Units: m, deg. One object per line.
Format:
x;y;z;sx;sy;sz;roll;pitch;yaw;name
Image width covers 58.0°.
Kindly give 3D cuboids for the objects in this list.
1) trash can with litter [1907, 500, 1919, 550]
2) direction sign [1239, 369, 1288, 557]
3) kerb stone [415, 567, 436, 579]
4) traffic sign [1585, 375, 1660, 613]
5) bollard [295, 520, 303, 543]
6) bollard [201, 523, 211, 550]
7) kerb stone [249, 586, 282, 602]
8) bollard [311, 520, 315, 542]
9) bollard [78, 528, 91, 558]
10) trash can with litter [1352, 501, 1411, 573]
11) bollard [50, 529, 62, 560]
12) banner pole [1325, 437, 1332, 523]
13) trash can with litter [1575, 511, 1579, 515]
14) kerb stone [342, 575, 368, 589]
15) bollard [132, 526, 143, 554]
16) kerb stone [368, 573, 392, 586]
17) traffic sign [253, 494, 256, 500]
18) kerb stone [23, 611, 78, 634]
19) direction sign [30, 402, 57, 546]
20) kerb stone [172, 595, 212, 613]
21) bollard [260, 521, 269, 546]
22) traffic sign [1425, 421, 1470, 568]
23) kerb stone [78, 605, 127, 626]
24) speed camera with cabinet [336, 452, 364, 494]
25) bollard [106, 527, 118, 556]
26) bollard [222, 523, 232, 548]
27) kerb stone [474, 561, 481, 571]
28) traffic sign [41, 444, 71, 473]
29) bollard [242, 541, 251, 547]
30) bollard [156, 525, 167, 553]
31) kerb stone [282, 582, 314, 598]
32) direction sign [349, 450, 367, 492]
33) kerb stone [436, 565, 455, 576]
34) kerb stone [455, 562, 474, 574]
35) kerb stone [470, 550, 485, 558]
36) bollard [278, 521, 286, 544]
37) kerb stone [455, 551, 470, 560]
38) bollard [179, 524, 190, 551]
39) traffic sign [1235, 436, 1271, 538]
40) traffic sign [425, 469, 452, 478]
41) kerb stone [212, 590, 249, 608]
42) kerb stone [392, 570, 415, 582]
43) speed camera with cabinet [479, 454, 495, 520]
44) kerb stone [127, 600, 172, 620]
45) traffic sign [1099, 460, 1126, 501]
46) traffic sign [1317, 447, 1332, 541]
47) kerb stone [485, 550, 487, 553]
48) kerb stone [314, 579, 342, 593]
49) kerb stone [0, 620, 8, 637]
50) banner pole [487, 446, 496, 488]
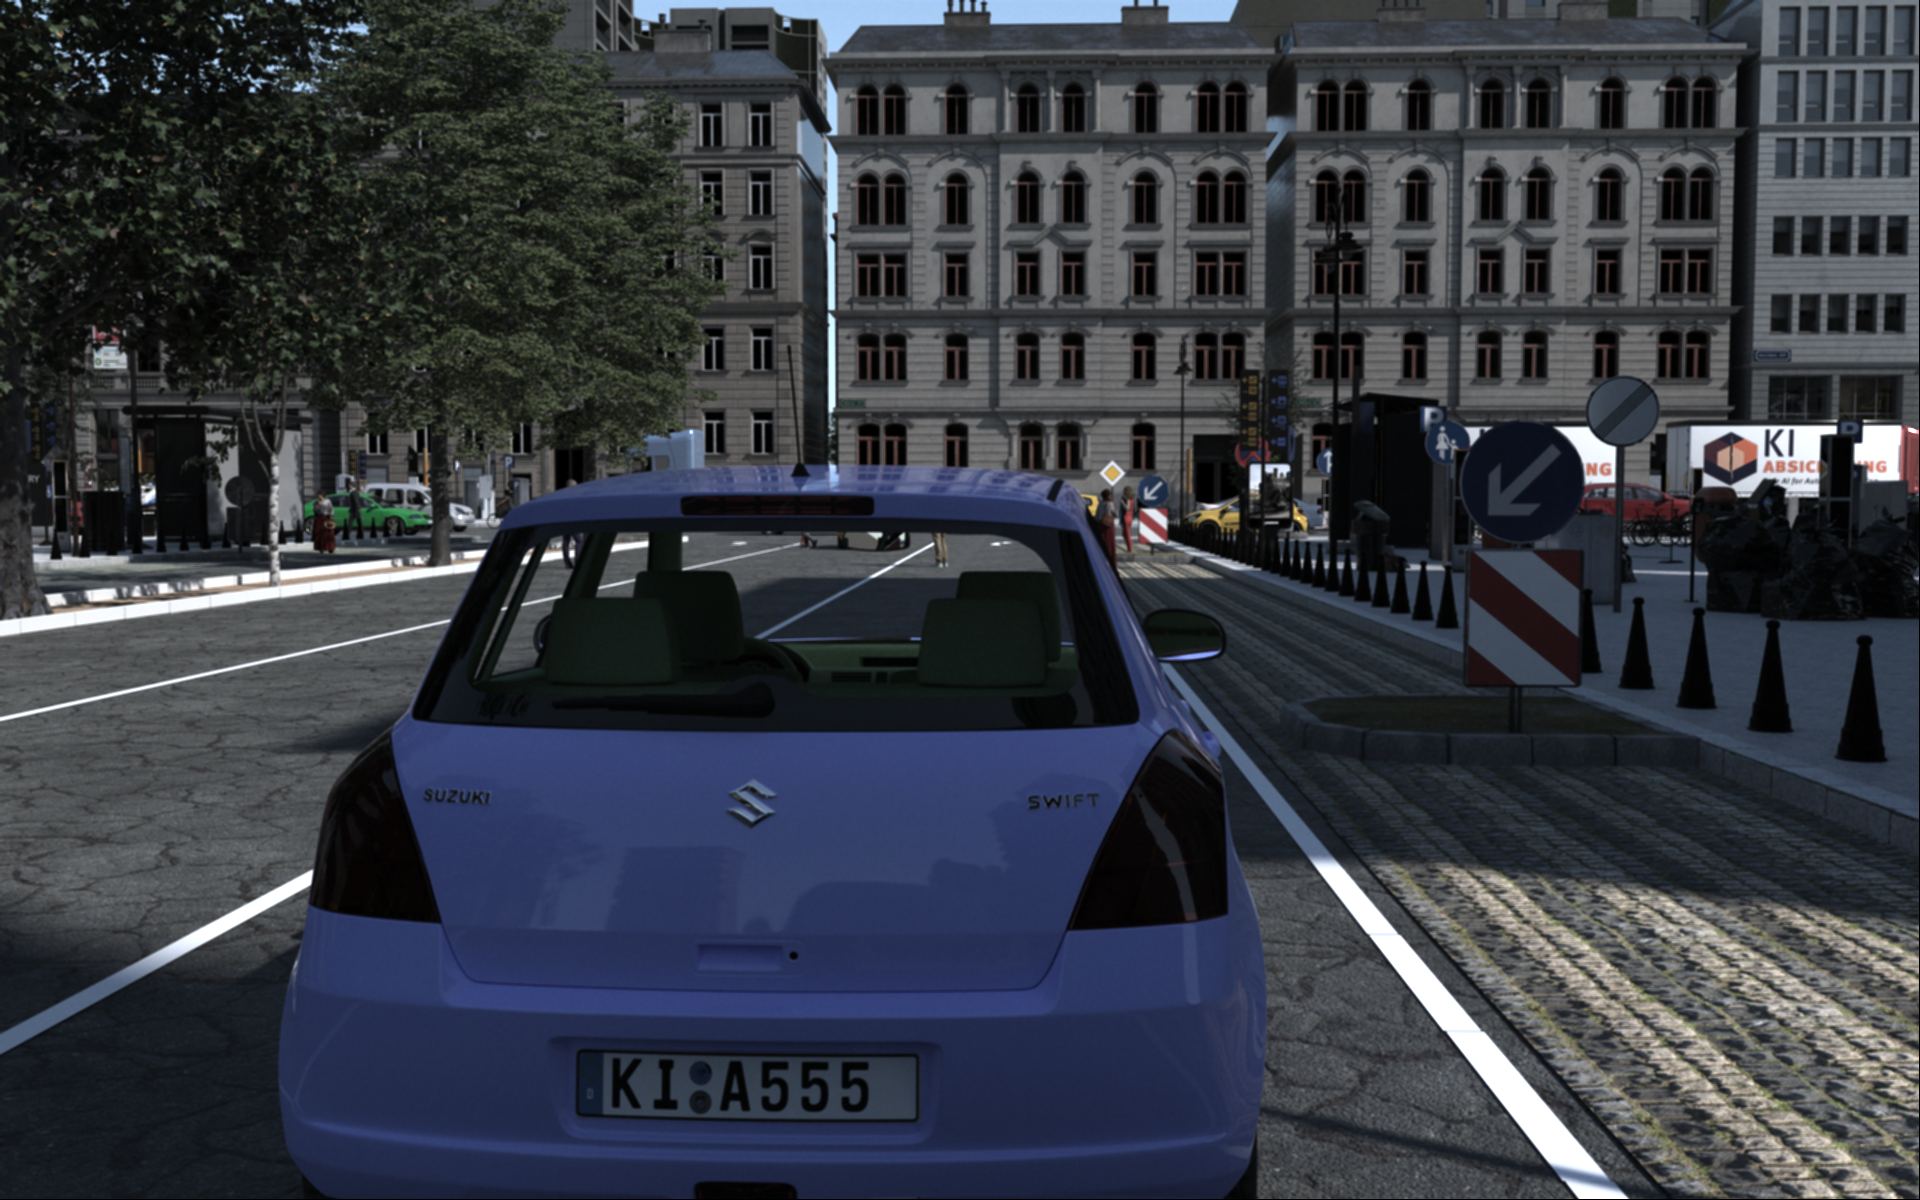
19.558;-1.447;35.042;0.624;1.170;1.055;0;4;-5;trash can with litter
5.525;-2.420;31.560;0.876;3.537;0.379;0;4;-4;direction sign
-9.204;-0.447;29.502;0.120;0.150;1.000;0;4;2;kerb stone
7.130;-1.138;18.714;0.768;2.556;0.104;1;4;9;traffic sign
-17.291;-1.788;45.279;0.229;0.601;0.229;0;3;0;bollard
-17.486;-1.474;40.149;0.229;0.601;0.229;0;3;0;bollard
-9.437;-0.069;23.321;0.120;0.150;1.000;0;4;2;kerb stone
-17.251;-1.851;46.305;0.229;0.601;0.229;0;3;0;bollard
-17.688;-1.158;34.975;0.229;0.601;0.229;0;3;0;bollard
7.024;-1.061;28.742;0.624;1.170;1.055;-2;4;-35;trash can with litter
-17.723;-1.095;33.944;0.229;0.601;0.229;0;3;0;bollard
16.425;-5.262;76.047;0.401;3.779;0.863;-3;5;-42;banner pole
42.227;-6.549;118.465;0.624;1.170;1.055;-1;4;-12;trash can with litter
-9.317;-0.258;26.415;0.120;0.150;1.000;0;4;2;kerb stone
-17.603;-1.284;37.041;0.229;0.601;0.229;0;3;0;bollard
-9.284;-0.320;27.440;0.120;0.150;1.000;0;4;2;kerb stone
-20.037;-3.002;49.181;0.768;2.556;0.104;1;4;12;traffic sign
-9.631;0.245;18.192;0.120;0.150;1.000;0;4;2;kerb stone
-22.723;-3.120;43.002;0.876;3.537;0.379;2;4;24;direction sign
-9.507;0.060;21.265;0.120;0.150;1.000;0;4;2;kerb stone
-17.366;-1.663;43.227;0.229;0.601;0.229;0;3;0;bollard
8.454;-1.835;30.116;0.768;2.556;0.104;0;4;2;traffic sign
-9.594;0.182;19.217;0.120;0.150;1.000;0;4;2;kerb stone
-28.307;-5.339;81.630;2.038;3.252;0.660;0;4;5;speed camera with cabinet
-17.642;-1.221;36.007;0.229;0.601;0.229;0;3;0;bollard
-17.444;-1.537;41.175;0.229;0.601;0.229;0;3;0;bollard
-9.077;-0.635;32.581;0.120;0.150;1.000;0;4;2;kerb stone
-20.909;-2.379;40.080;0.795;2.450;0.064;1;4;12;traffic sign
-17.408;-1.600;42.201;0.229;0.601;0.229;0;3;0;bollard
-17.568;-1.348;38.081;0.229;0.601;0.229;0;3;0;bollard
-9.389;-0.131;24.345;0.120;0.150;1.000;0;4;2;kerb stone
-31.089;-5.960;89.441;0.876;3.537;0.379;0;4;-2;direction sign
-9.162;-0.505;30.526;0.120;0.150;1.000;0;4;2;kerb stone
-9.111;-0.570;31.550;0.120;0.150;1.000;0;4;2;kerb stone
-10.940;-1.020;38.875;0.120;0.150;1.000;0;4;2;kerb stone
-17.327;-1.725;44.253;0.229;0.601;0.229;0;3;0;bollard
-10.980;-0.958;37.851;0.120;0.150;1.000;0;4;2;kerb stone
-17.525;-1.411;39.109;0.229;0.601;0.229;0;3;0;bollard
6.306;-2.276;37.316;0.768;2.556;0.104;0;4;6;traffic sign
-15.517;-2.931;51.559;0.795;2.450;0.064;0;4;2;traffic sign
-9.468;-0.006;22.296;0.120;0.150;1.000;0;4;2;kerb stone
-9.242;-0.377;28.475;0.120;0.150;1.000;0;4;2;kerb stone
-23.455;-5.595;85.819;0.660;3.252;2.038;-1;4;-10;speed camera with cabinet
-9.550;0.120;20.241;0.120;0.150;1.000;0;4;2;kerb stone
4.462;-2.883;50.775;0.795;2.450;0.064;0;4;2;traffic sign
10.138;-2.891;47.378;0.768;2.556;0.104;1;4;12;traffic sign
-10.895;-1.082;39.899;0.120;0.150;1.000;0;4;2;kerb stone
-9.356;-0.195;25.391;0.120;0.150;1.000;0;4;2;kerb stone
-9.666;0.307;17.168;0.120;0.150;1.000;0;4;2;kerb stone
-23.730;-5.974;87.695;0.863;3.779;0.401;3;5;43;banner pole
